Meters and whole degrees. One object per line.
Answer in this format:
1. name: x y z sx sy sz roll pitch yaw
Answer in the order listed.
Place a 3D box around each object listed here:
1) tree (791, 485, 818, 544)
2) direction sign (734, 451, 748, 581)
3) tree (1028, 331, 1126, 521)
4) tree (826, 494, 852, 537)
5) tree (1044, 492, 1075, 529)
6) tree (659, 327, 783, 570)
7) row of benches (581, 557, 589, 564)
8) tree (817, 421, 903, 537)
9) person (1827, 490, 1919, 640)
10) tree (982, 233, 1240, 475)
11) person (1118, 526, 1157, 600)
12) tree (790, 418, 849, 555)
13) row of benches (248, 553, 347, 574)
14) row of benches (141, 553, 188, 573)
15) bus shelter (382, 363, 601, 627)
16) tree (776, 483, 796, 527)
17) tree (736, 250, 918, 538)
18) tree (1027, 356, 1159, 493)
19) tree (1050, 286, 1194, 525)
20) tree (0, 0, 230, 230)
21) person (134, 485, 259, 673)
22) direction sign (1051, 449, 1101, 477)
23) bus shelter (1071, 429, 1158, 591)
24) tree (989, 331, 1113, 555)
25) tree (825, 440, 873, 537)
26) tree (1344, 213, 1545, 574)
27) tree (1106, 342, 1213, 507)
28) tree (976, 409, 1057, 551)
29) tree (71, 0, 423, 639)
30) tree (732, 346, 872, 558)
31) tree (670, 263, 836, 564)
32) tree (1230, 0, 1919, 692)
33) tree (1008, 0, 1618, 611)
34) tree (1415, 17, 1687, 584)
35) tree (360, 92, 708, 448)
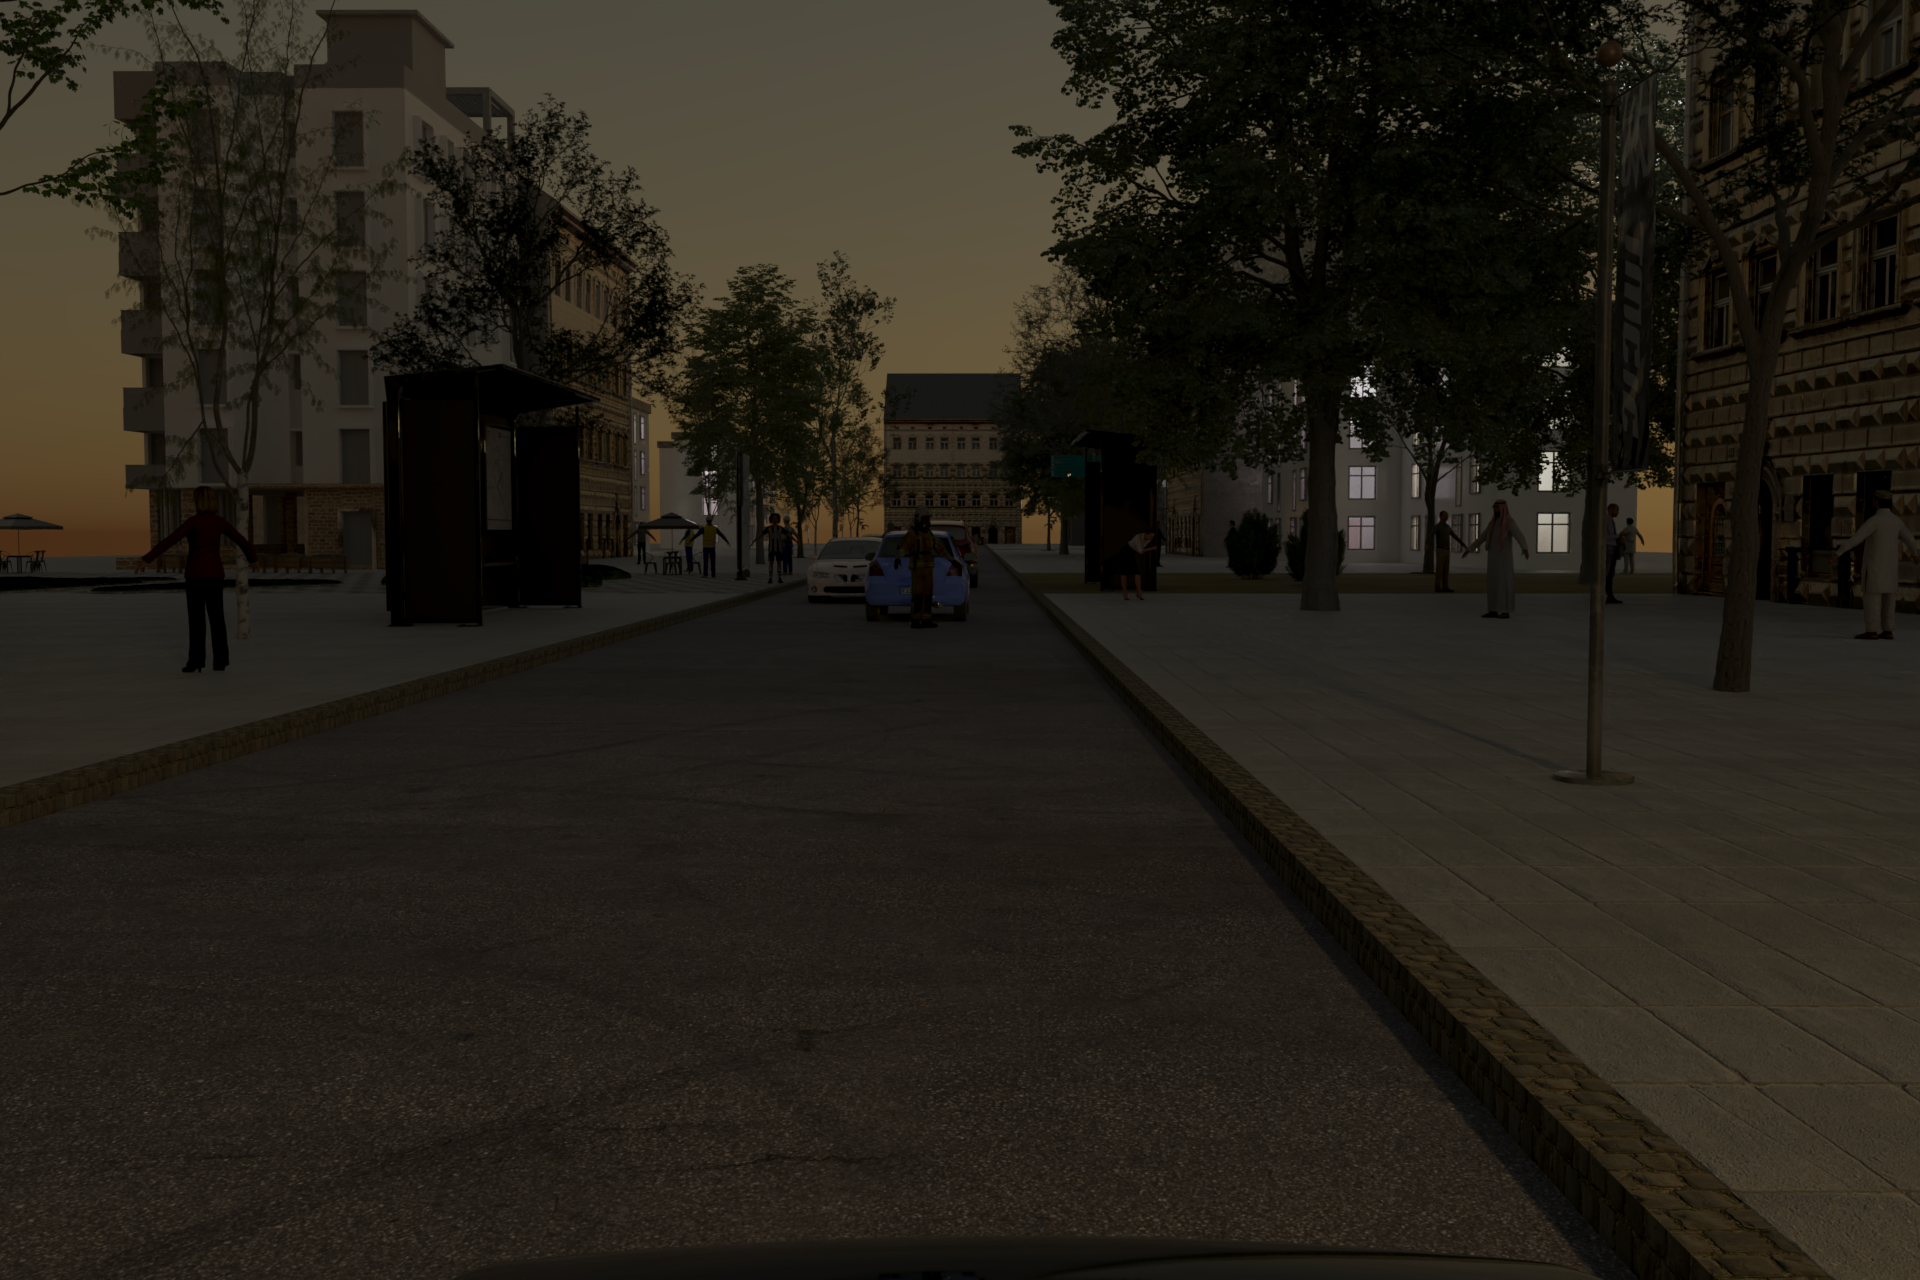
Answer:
1. tree: -20.853 -17.415 235.102 4.737 8.622 4.395 0 3 0
2. direction sign: -6.064 -3.416 47.853 0.379 3.537 0.876 0 4 1
3. tree: 7.482 -10.852 95.556 7.486 12.596 7.792 0 3 0
4. tree: -15.819 -17.071 229.477 4.737 8.622 4.395 0 3 0
5. tree: 7.231 -10.300 118.761 4.737 8.622 4.395 0 3 0
6. tree: -9.092 -6.803 61.590 4.360 8.622 3.978 0 3 0
7. row of benches: -12.376 -2.229 51.904 1.422 0.672 4.104 1 4 19
8. tree: -8.128 -12.675 141.649 7.601 10.594 8.767 -1 4 -12
9. person: 11.181 -0.917 21.085 1.344 1.819 0.704 -1 4 -17
10. tree: 6.119 -9.762 69.983 12.009 13.543 11.850 0 3 0
11. person: 3.448 -1.482 33.469 0.799 1.438 0.628 1 4 13
12. tree: -8.707 -9.415 104.295 4.737 8.622 4.395 0 3 0
13. row of benches: -21.897 -2.542 57.017 4.104 0.672 1.422 1 4 22
14. row of benches: -25.790 -2.552 57.184 4.104 0.672 1.422 3 4 38
15. bus shelter: -7.117 -2.185 27.012 1.731 3.624 6.357 0 4 1
16. tree: -22.604 -17.084 229.679 4.360 8.622 3.978 0 3 0
17. tree: -9.293 -16.052 118.334 12.611 20.169 13.585 0 3 0
18. tree: 6.750 -9.223 85.215 7.601 10.594 8.767 -2 4 -32
19. tree: 4.378 -5.956 47.736 4.360 8.622 3.978 0 3 0
20. tree: -9.109 -5.390 13.890 9.928 11.665 9.643 0 3 0
21. person: -7.076 -0.571 16.145 0.721 1.729 1.215 3 4 36
22. direction sign: 3.988 -3.851 51.727 2.525 3.948 1.411 0 4 1
23. bus shelter: 3.697 -3.094 41.876 1.731 3.624 6.357 0 4 1
24. tree: 6.388 -12.273 107.322 9.857 13.997 8.962 0 3 0
25. tree: -8.510 -11.227 133.921 4.737 8.622 4.395 0 3 0
26. tree: 15.186 -7.933 55.466 9.928 11.665 9.643 0 3 0
27. tree: 6.785 -6.673 59.467 4.737 8.622 4.395 0 3 0
28. tree: 6.826 -13.520 131.428 12.009 13.543 11.850 0 3 0
29. tree: -8.799 -4.305 20.748 4.360 8.622 3.978 0 3 0
30. tree: -8.474 -10.197 92.474 9.928 11.665 9.643 0 3 0
31. tree: -8.744 -9.474 73.028 7.486 12.596 7.792 0 3 0
32. tree: 6.191 -4.839 13.526 8.767 10.594 7.601 1 4 17
33. tree: 5.967 -7.471 28.807 9.857 13.997 8.962 0 3 0
34. tree: 16.294 -8.407 44.105 9.857 13.997 8.962 0 3 0
35. tree: -8.650 -6.204 35.854 8.767 10.594 7.601 2 4 32
